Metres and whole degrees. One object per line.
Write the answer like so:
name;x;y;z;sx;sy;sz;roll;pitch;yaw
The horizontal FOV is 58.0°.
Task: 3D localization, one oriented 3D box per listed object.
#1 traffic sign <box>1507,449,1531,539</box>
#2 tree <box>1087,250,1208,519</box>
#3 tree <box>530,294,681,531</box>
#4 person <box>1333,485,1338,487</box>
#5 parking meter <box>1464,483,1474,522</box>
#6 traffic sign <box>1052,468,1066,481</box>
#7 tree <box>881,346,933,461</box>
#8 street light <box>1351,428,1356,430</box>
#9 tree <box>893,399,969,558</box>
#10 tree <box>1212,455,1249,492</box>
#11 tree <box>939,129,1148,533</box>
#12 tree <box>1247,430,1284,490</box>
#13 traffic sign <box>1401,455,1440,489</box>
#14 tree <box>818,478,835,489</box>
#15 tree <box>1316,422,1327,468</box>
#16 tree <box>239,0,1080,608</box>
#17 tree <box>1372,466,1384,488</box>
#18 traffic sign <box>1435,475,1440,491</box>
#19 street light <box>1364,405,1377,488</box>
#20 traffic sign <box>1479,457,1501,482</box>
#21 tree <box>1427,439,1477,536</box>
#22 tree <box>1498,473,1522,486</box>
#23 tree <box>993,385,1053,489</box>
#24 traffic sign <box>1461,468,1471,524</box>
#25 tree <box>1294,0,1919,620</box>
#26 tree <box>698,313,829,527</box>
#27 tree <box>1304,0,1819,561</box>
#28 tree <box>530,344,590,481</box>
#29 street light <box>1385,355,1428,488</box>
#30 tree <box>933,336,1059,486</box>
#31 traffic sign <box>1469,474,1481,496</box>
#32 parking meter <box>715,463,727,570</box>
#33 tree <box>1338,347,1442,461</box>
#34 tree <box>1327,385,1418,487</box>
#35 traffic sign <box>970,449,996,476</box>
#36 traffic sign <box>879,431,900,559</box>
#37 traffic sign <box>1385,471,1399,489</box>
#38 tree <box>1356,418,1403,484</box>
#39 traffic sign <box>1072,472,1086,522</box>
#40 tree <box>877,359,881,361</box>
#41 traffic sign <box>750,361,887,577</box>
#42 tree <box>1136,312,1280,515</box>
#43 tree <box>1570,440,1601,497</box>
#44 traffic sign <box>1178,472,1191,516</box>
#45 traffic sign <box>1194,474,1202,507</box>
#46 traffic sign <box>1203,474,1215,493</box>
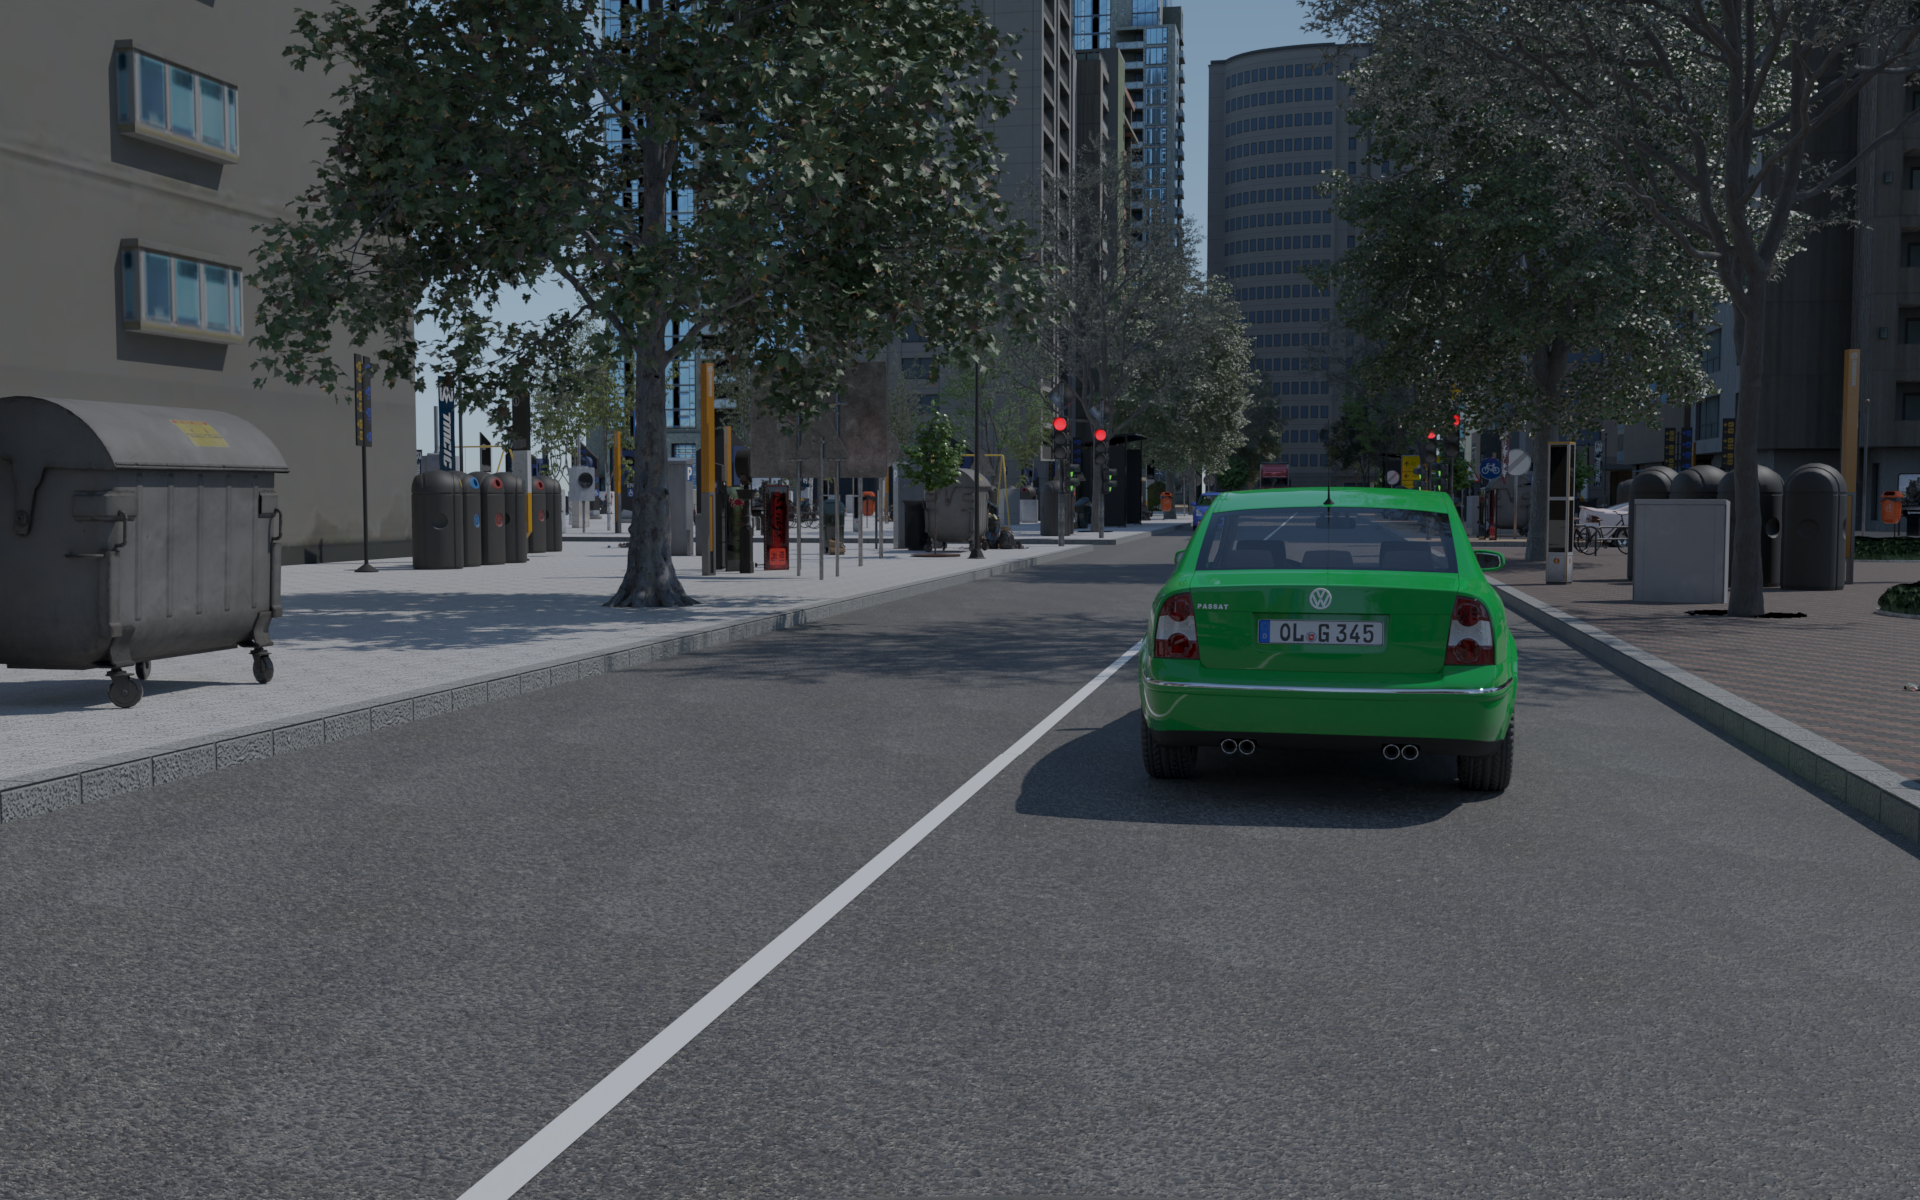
traffic sign;15.725;-2.990;48.987;0.768;2.556;0.104;1;4;18
tree;10.788;-11.160;89.114;9.857;13.997;8.962;0;3;0
tree;-12.082;-6.737;60.512;4.737;8.622;4.395;0;3;0
person;15.817;-3.932;72.965;0.419;1.800;0.721;1;4;17
parking meter;23.681;-4.579;80.572;0.399;1.863;0.255;0;4;-7
traffic sign;4.177;-4.307;70.421;0.884;2.594;0.081;1;4;18
tree;-3.098;-8.243;85.131;4.360;8.622;3.978;0;3;0
street light;28.224;-9.141;121.997;1.470;5.913;1.316;1;4;12
tree;-0.640;-2.496;35.407;1.663;3.219;1.824;0;3;0
tree;21.542;-9.418;137.697;4.285;4.588;4.351;0;3;0
tree;4.647;-9.021;57.864;12.009;13.543;11.850;0;3;0
tree;31.451;-15.482;187.540;8.767;10.594;7.601;3;4;36
traffic sign;24.183;-5.902;90.373;2.265;3.308;0.079;1;4;19
tree;-7.223;-9.036;98.093;4.737;8.622;4.395;0;3;0
tree;37.573;-13.827;160.485;8.767;10.594;7.601;-1;4;-13
tree;-3.444;-6.274;19.590;9.611;12.733;9.660;0;3;0
tree;26.360;-6.942;108.110;1.663;3.219;1.824;0;3;0
traffic sign;22.341;-4.851;81.442;0.606;2.300;0.079;1;4;14
street light;21.632;-7.189;90.076;1.470;5.913;1.316;1;4;12
traffic sign;18.429;-3.675;60.195;0.768;2.556;0.104;1;4;21
tree;14.904;-3.567;52.916;1.663;3.219;1.824;0;3;0
tree;25.289;-5.170;79.132;1.663;3.219;1.824;0;3;0
tree;4.453;-9.945;112.963;4.737;8.622;4.395;0;3;0
traffic sign;17.157;-3.545;59.145;0.795;2.450;0.064;1;4;17
tree;8.242;-6.580;17.953;12.009;13.543;11.850;0;3;0
tree;-6.857;-6.583;57.987;4.360;8.622;3.978;0;3;0
tree;11.164;-7.731;33.054;9.857;13.997;8.962;0;3;0
tree;-18.445;-7.844;78.619;4.360;8.622;3.978;0;3;0
street light;14.999;-5.220;57.892;1.470;5.913;1.316;1;4;12
tree;2.059;-10.820;102.661;9.928;11.665;9.643;0;3;0
traffic sign;22.630;-4.700;76.849;0.884;2.594;0.081;1;4;13
parking meter;-4.162;-1.447;29.365;0.399;1.863;0.255;0;4;4
tree;29.112;-11.659;116.380;9.928;11.665;9.643;0;3;0
tree;31.850;-11.984;130.359;7.601;10.594;8.767;1;4;14
traffic sign;0.606;-3.073;50.242;0.884;2.594;0.081;1;4;13
traffic sign;-1.569;-2.095;34.354;0.768;2.556;0.104;1;4;20
traffic sign;23.356;-5.721;93.641;0.768;2.556;0.104;1;4;19
tree;34.740;-11.785;143.039;4.360;8.622;3.978;0;3;0
traffic sign;4.708;-4.313;70.528;0.884;2.594;0.081;1;4;21
tree;-6.256;-7.536;73.571;4.360;8.622;3.978;0;3;0
traffic sign;-2.213;-2.020;26.903;2.265;3.308;0.079;1;4;16
tree;13.972;-11.445;105.254;7.486;12.596;7.792;0;3;0
tree;21.355;-4.031;60.501;1.663;3.219;1.824;0;3;0
traffic sign;12.897;-6.079;99.492;0.768;2.556;0.104;1;4;21
traffic sign;15.262;-6.857;112.221;0.768;2.556;0.104;1;4;14
traffic sign;15.994;-6.801;111.302;0.768;2.556;0.104;1;4;14
